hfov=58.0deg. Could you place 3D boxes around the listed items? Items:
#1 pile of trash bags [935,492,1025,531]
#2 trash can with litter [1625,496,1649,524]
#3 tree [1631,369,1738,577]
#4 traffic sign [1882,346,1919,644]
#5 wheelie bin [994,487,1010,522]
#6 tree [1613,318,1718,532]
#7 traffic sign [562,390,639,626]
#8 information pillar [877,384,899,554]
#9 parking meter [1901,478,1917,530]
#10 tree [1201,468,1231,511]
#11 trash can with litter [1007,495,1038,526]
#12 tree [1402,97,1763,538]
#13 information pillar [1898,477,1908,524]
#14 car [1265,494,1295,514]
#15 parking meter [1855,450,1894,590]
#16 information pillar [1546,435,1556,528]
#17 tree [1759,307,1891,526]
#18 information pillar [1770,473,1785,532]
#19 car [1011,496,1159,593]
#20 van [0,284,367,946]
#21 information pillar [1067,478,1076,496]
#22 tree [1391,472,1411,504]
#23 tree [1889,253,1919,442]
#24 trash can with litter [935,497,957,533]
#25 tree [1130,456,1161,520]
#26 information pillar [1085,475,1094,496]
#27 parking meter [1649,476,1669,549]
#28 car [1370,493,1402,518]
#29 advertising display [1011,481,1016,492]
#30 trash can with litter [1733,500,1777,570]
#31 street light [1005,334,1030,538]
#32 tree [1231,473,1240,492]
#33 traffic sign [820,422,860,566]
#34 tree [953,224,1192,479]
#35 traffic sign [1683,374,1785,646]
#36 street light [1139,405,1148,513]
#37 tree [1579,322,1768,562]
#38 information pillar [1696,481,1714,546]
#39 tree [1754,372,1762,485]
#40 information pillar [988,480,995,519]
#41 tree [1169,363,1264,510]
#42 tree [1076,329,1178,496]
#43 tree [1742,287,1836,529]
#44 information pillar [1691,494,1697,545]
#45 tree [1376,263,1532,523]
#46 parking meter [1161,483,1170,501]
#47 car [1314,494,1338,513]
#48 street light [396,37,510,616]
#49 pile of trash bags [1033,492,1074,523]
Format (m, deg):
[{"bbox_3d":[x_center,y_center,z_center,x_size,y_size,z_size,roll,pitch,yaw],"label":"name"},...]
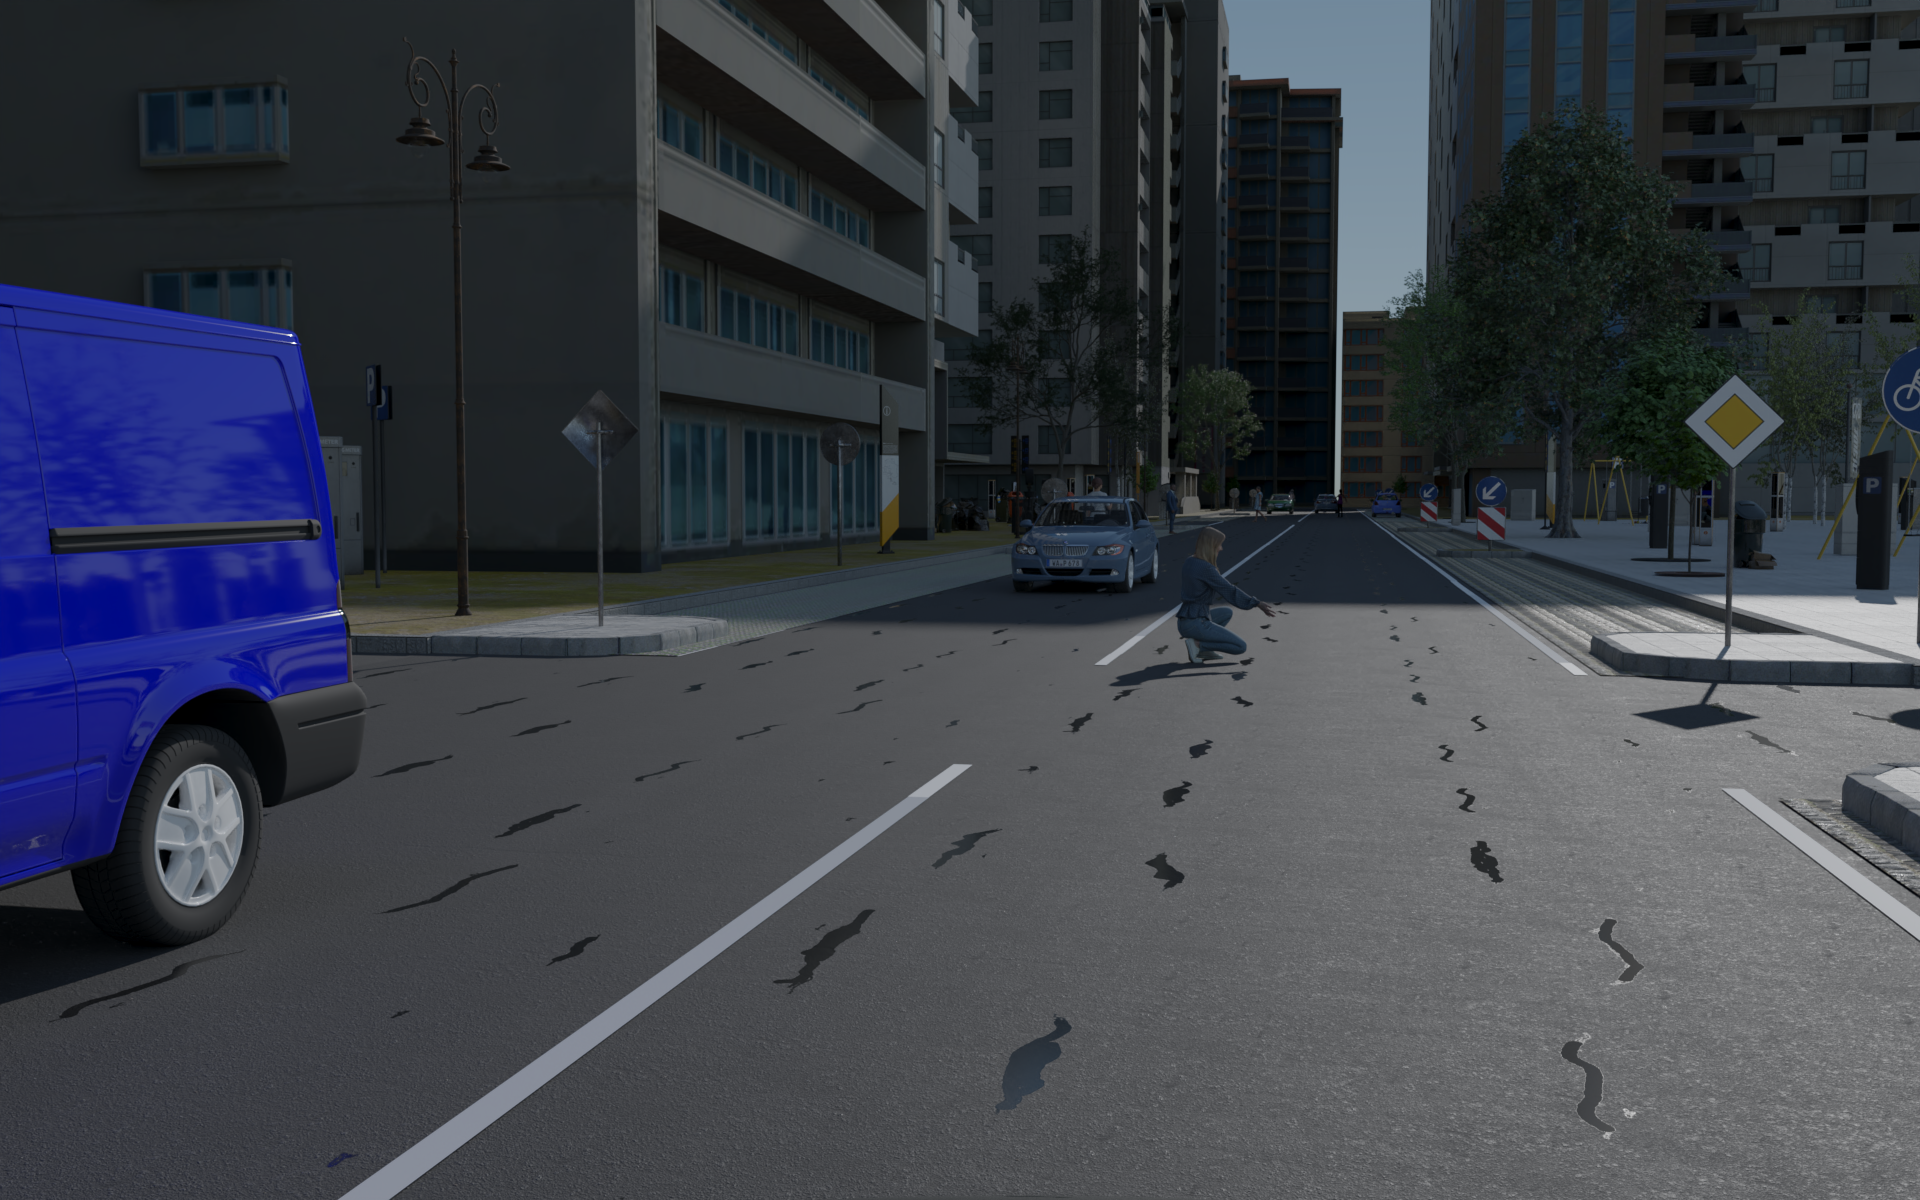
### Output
[{"bbox_3d":[0.550,-3.120,60.762,3.447,1.369,1.912,-1,4,-8],"label":"pile of trash bags"},{"bbox_3d":[29.885,-3.890,74.660,2.233,1.210,1.678,3,4,37],"label":"trash can with litter"},{"bbox_3d":[11.331,-1.990,27.146,1.663,3.219,1.824,0,3,0],"label":"tree"},{"bbox_3d":[8.264,-0.899,14.804,0.768,2.556,0.104,1,4,15],"label":"traffic sign"},{"bbox_3d":[1.960,-4.349,79.013,0.693,1.594,0.980,1,4,12],"label":"wheelie bin"},{"bbox_3d":[23.468,-6.607,58.394,4.360,8.622,3.978,0,3,0],"label":"tree"},{"bbox_3d":[-3.479,-0.801,16.738,0.795,2.450,0.064,1,4,12],"label":"traffic sign"},{"bbox_3d":[-1.532,-2.803,37.182,0.504,3.616,0.183,-3,5,-44],"label":"information pillar"},{"bbox_3d":[35.549,-3.613,64.784,0.399,1.863,0.255,1,4,18],"label":"parking meter"},{"bbox_3d":[19.056,-8.298,130.273,1.663,3.219,1.824,0,3,0],"label":"tree"},{"bbox_3d":[2.663,-3.544,69.003,1.678,1.210,2.233,-2,4,-26],"label":"trash can with litter"},{"bbox_3d":[17.815,-8.160,50.431,9.611,12.733,9.660,0,3,0],"label":"tree"},{"bbox_3d":[40.227,-4.241,73.831,0.304,2.012,0.304,0,4,2],"label":"information pillar"},{"bbox_3d":[23.003,-6.883,124.335,2.131,1.459,4.920,1,4,12],"label":"car"},{"bbox_3d":[12.277,-1.075,23.281,0.255,1.863,0.399,-3,5,-44],"label":"parking meter"},{"bbox_3d":[22.347,-4.532,65.445,0.183,3.616,0.504,-1,4,-12],"label":"information pillar"},{"bbox_3d":[34.535,-7.227,68.525,4.360,8.622,3.978,0,3,0],"label":"tree"},{"bbox_3d":[27.884,-3.340,59.096,0.304,2.012,0.304,-2,4,-24],"label":"information pillar"},{"bbox_3d":[2.017,-0.906,26.814,2.014,1.417,4.499,1,4,14],"label":"car"},{"bbox_3d":[-3.647,0.018,4.086,2.240,2.365,5.245,1,4,11],"label":"van"},{"bbox_3d":[5.100,-4.592,79.578,0.304,2.012,0.304,-2,4,-29],"label":"information pillar"},{"bbox_3d":[37.161,-9.235,145.586,1.663,3.219,1.824,0,3,0],"label":"tree"},{"bbox_3d":[28.851,-6.168,51.208,4.737,8.622,4.395,0,3,0],"label":"tree"},{"bbox_3d":[-0.685,-2.788,56.971,1.055,1.170,0.624,-2,4,-34],"label":"trash can with litter"},{"bbox_3d":[9.304,-5.669,87.289,1.663,3.219,1.824,0,3,0],"label":"tree"},{"bbox_3d":[4.937,-3.771,66.147,0.304,2.012,0.304,-1,4,-11],"label":"information pillar"},{"bbox_3d":[16.443,-2.144,40.772,0.399,1.863,0.255,0,4,3],"label":"parking meter"},{"bbox_3d":[26.182,-5.919,106.363,1.945,1.707,3.694,1,4,12],"label":"car"},{"bbox_3d":[2.778,-5.089,88.411,0.123,1.923,0.974,1,4,14],"label":"advertising display"},{"bbox_3d":[13.736,-1.128,29.825,0.624,1.170,1.055,0,4,-4],"label":"trash can with litter"},{"bbox_3d":[1.667,-4.721,49.981,0.468,5.910,1.993,1,4,12],"label":"street light"},{"bbox_3d":[24.813,-9.889,156.280,1.663,3.219,1.824,0,3,0],"label":"tree"},{"bbox_3d":[-2.149,-1.880,30.848,0.768,2.556,0.104,1,4,17],"label":"traffic sign"},{"bbox_3d":[3.533,-7.701,60.318,8.767,10.594,7.601,-3,4,-36],"label":"tree"},{"bbox_3d":[6.479,-0.668,14.560,0.795,2.450,0.064,1,4,12],"label":"traffic sign"},{"bbox_3d":[8.732,-6.666,81.782,0.468,5.910,1.993,1,4,12],"label":"street light"},{"bbox_3d":[13.701,-3.021,33.105,4.285,4.588,4.351,0,3,0],"label":"tree"},{"bbox_3d":[18.333,-2.325,42.512,0.304,2.012,0.304,2,4,26],"label":"information pillar"},{"bbox_3d":[36.444,-7.552,73.842,4.360,8.622,3.978,0,3,0],"label":"tree"},{"bbox_3d":[1.666,-5.277,90.771,0.304,2.012,0.304,1,4,17],"label":"information pillar"},{"bbox_3d":[20.329,-12.910,136.826,9.928,11.665,9.643,0,3,0],"label":"tree"},{"bbox_3d":[7.293,-7.743,76.953,4.360,8.622,3.978,0,3,0],"label":"tree"},{"bbox_3d":[30.065,-6.874,62.751,4.737,8.622,4.395,0,3,0],"label":"tree"},{"bbox_3d":[18.559,-2.382,43.434,0.304,2.012,0.304,1,4,9],"label":"information pillar"},{"bbox_3d":[22.444,-9.268,77.280,9.928,11.665,9.643,0,3,0],"label":"tree"},{"bbox_3d":[10.702,-5.176,90.335,0.399,1.863,0.255,3,4,38],"label":"parking meter"},{"bbox_3d":[27.698,-7.266,130.800,2.014,1.417,4.499,1,4,13],"label":"car"},{"bbox_3d":[-5.254,-2.774,18.149,0.468,5.910,1.993,1,4,12],"label":"street light"},{"bbox_3d":[3.627,-3.978,74.788,1.912,1.369,3.447,-3,5,-44],"label":"pile of trash bags"}]
